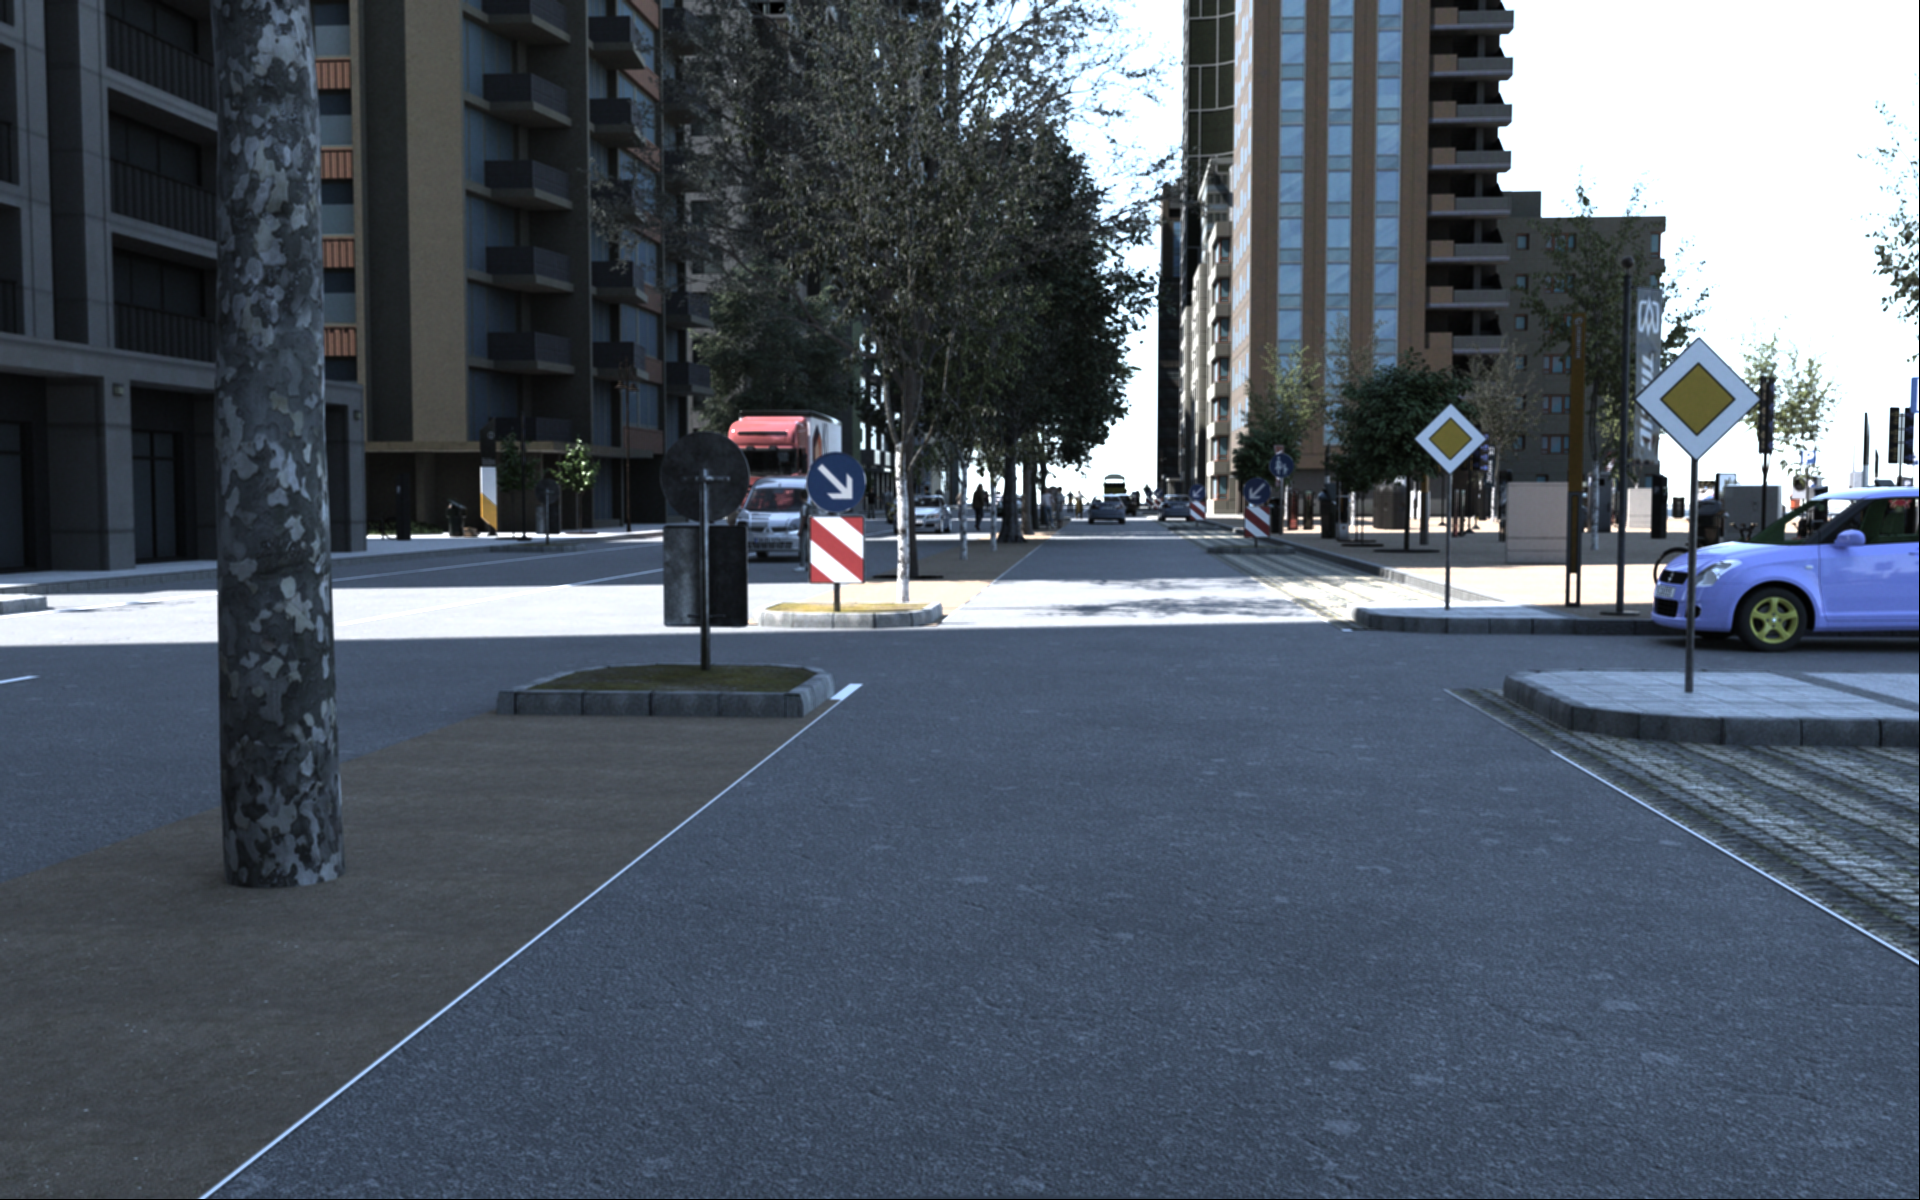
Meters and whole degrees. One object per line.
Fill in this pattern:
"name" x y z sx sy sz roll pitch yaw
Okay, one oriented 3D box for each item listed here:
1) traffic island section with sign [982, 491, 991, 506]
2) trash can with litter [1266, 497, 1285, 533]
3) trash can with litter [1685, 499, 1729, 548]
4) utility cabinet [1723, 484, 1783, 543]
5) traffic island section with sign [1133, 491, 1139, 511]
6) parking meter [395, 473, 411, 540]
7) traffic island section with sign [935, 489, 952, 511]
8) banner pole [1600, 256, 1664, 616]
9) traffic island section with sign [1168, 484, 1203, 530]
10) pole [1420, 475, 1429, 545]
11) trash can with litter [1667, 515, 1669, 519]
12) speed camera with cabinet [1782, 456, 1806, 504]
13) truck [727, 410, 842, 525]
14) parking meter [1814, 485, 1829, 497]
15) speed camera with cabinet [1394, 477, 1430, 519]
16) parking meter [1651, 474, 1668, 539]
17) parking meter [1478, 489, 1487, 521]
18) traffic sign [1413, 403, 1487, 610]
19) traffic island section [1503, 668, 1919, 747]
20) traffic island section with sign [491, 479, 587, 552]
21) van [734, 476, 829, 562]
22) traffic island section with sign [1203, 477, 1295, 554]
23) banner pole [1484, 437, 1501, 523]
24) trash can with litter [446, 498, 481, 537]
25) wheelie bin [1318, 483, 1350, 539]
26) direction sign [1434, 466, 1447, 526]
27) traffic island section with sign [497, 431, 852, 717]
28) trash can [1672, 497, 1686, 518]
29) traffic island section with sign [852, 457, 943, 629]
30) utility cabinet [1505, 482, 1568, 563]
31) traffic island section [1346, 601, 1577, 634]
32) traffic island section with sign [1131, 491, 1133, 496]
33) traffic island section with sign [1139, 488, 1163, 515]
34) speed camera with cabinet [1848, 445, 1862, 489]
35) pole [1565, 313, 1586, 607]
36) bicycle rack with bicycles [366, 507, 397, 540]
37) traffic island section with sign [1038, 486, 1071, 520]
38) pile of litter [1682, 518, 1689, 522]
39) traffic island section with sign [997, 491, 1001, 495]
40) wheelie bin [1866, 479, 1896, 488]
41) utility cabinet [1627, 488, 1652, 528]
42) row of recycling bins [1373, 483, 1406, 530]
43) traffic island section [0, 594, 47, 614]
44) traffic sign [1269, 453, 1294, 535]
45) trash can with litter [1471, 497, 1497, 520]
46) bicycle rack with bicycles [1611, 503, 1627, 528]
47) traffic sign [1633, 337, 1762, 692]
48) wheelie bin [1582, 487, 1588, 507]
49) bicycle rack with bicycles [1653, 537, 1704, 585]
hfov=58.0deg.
"traffic island section with sign" 2.904 -11.830 202.041 1.989 1.847 2.006 0 4 5
"trash can with litter" 10.302 -2.773 56.732 0.624 1.170 1.055 0 4 6
"trash can with litter" 15.121 -1.451 35.110 0.624 1.170 1.055 3 5 39
"utility cabinet" 18.285 -1.913 39.959 1.173 1.500 0.318 3 5 42
"traffic island section with sign" 15.780 -8.389 145.782 1.989 1.847 2.006 0 4 5
"parking meter" -15.466 -2.592 48.084 0.399 1.863 0.255 3 5 43
"traffic island section with sign" -1.738 -8.479 147.266 1.989 1.847 2.006 0 4 5
"banner pole" 7.220 -1.740 18.465 0.863 3.779 0.401 -2 4 -34
"traffic island section with sign" 9.290 -3.682 68.826 1.989 1.847 2.006 0 4 5
"pole" 11.762 -3.055 43.789 0.158 3.312 0.155 0 3 0
"trash can with litter" 35.390 -4.744 88.620 1.678 1.210 2.233 -3 4 -36
"speed camera with cabinet" 38.044 -5.240 80.006 2.038 3.252 0.660 2 4 29
"truck" -6.034 -4.361 60.218 2.839 4.237 11.283 0 4 4
"parking meter" 24.859 -2.544 50.013 0.372 1.533 0.369 0 3 0
"speed camera with cabinet" 23.382 -5.826 89.586 0.660 3.252 2.038 -2 4 -30
"parking meter" 20.149 -2.701 49.874 0.255 1.863 0.399 -2 4 -28
"parking meter" 25.197 -4.592 83.487 0.372 1.533 0.369 0 3 0
"traffic sign" 5.393 -0.946 19.117 0.795 2.450 0.064 0 4 5
"traffic island section" 4.745 0.676 11.235 2.009 0.180 2.903 0 4 5
"traffic island section with sign" -10.487 -2.130 43.452 1.989 1.847 2.006 0 4 5
"van" -3.882 -1.895 37.998 2.013 2.044 4.112 0 4 3
"traffic island section with sign" 7.013 -2.036 41.923 1.989 1.847 2.006 0 4 5
"banner pole" 23.580 -5.297 76.620 0.863 3.779 0.401 0 4 5
"trash can with litter" -14.776 -2.460 51.600 1.055 1.170 0.624 1 4 18
"wheelie bin" 10.789 -2.583 50.140 0.980 1.594 0.693 -1 4 -21
"direction sign" 19.672 -4.802 70.517 0.876 3.537 0.379 0 4 4
"traffic island section with sign" -1.916 -0.238 12.035 2.006 1.907 1.989 0 4 5
"trash can" 38.137 -4.910 91.934 0.748 1.137 0.748 0 3 0
"traffic island section with sign" -1.283 -0.690 19.416 2.006 1.907 1.989 0 4 5
"utility cabinet" 10.625 -1.411 31.754 1.173 1.500 0.318 1 4 12
"traffic island section" 5.417 0.189 19.192 2.009 0.180 2.903 0 4 5
"traffic island section with sign" 20.399 -11.730 200.410 1.989 1.847 2.006 0 4 5
"traffic island section with sign" 13.510 -6.746 118.923 1.989 1.847 2.006 0 4 5
"speed camera with cabinet" 35.811 -4.543 68.610 0.660 3.252 2.038 1 4 10
"pole" 6.974 -1.576 19.614 0.158 3.312 0.155 0 3 0
"bicycle rack with bicycles" -17.392 -2.126 48.144 2.925 0.926 2.852 1 4 14
"traffic island section with sign" 5.030 -5.269 94.290 2.006 1.907 1.989 0 4 5
"pile of litter" 33.869 -3.971 78.885 1.719 0.858 1.176 3 5 41
"traffic island section with sign" 5.223 -13.510 229.518 1.989 1.847 2.006 0 4 5
"wheelie bin" 19.427 -1.750 36.515 0.980 1.594 0.693 -2 4 -31
"utility cabinet" 25.261 -3.377 63.894 1.173 1.500 0.318 1 4 9
"row of recycling bins" 15.805 -3.467 63.793 1.069 1.692 3.534 0 4 6
"traffic island section" -12.411 0.097 20.697 2.009 0.180 2.903 0 4 5
"traffic sign" 10.061 -3.312 54.263 0.768 2.556 0.104 0 4 7
"trash can with litter" 26.757 -4.665 87.332 2.233 1.210 1.678 2 4 25
"bicycle rack with bicycles" 26.049 -3.301 67.353 2.925 0.926 2.852 -1 4 -10
"traffic sign" 4.721 -0.460 11.160 0.795 2.450 0.064 0 4 5
"wheelie bin" 26.556 -4.024 73.694 0.693 1.594 0.980 -1 4 -23
"bicycle rack with bicycles" 9.872 -0.450 20.737 2.925 0.926 2.852 1 4 16
